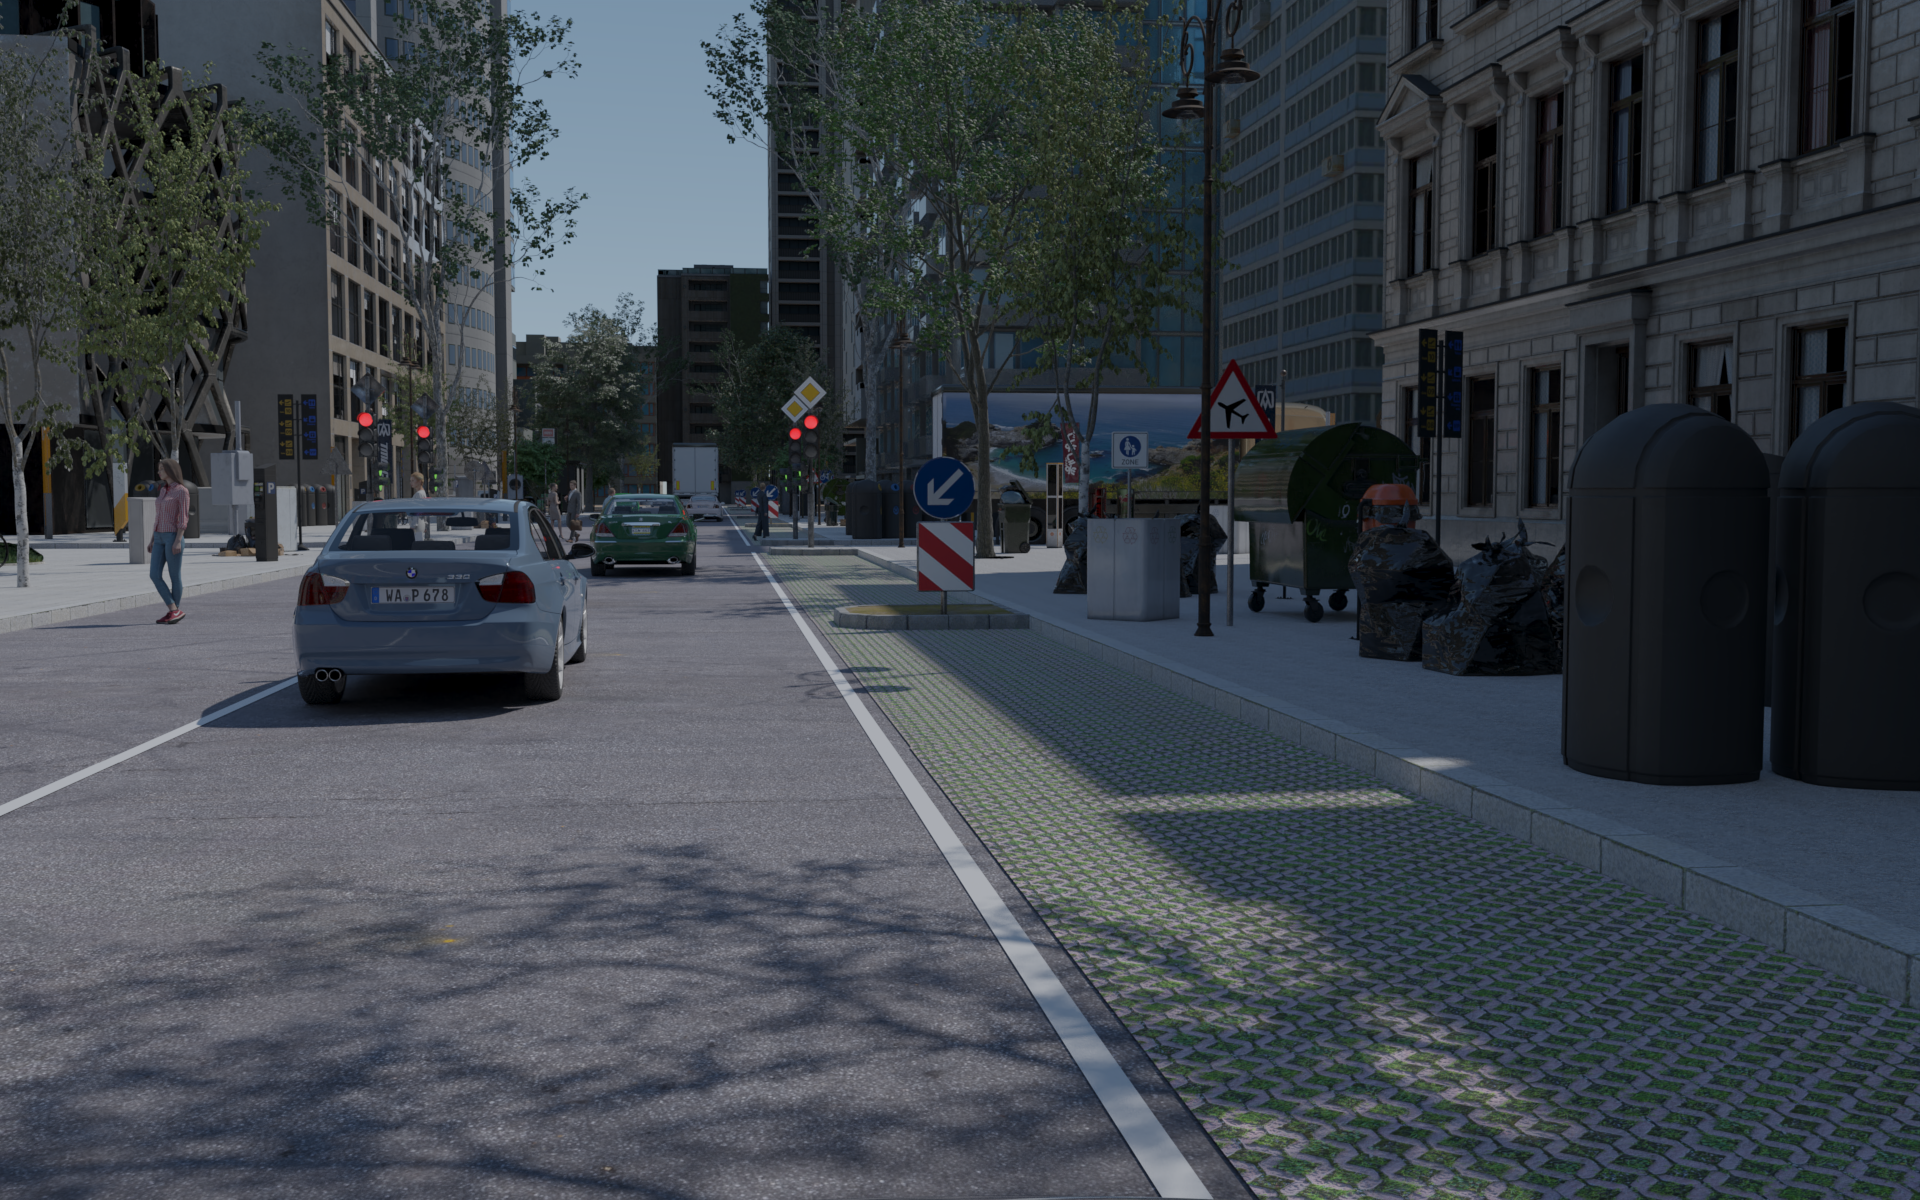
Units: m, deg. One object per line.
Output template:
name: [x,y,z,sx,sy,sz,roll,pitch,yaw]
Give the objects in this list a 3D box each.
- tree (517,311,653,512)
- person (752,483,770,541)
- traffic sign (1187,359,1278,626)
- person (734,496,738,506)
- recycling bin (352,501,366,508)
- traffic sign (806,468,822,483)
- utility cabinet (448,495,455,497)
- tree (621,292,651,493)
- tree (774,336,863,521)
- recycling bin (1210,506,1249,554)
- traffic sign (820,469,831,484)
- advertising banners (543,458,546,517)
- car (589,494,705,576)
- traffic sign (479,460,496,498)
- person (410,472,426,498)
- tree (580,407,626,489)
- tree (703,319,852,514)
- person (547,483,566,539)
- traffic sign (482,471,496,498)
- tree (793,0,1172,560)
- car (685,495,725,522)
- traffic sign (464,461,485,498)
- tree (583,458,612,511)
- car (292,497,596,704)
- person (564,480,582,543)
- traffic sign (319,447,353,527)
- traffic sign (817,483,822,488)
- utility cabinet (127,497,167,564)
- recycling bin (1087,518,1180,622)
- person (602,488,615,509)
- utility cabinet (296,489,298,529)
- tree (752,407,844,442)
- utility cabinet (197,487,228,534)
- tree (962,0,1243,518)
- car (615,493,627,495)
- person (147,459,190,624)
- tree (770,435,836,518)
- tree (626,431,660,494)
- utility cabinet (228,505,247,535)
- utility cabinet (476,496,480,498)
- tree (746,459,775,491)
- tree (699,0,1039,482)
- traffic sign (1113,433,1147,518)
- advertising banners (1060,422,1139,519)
tree: [-26.303,-13.198,122.434,9.857,13.997,8.962,0,3,0]
person: [-6.035,-2.685,52.821,0.576,1.772,0.534,2,4,32]
traffic sign: [2.623,-1.025,16.763,0.884,2.594,0.081,0,4,-3]
person: [-24.744,-11.237,192.737,0.721,1.766,1.217,2,4,29]
recycling bin: [-20.581,-2.907,60.089,0.722,1.027,0.722,3,5,40]
traffic sign: [-7.215,-5.195,84.945,0.884,2.594,0.081,0,4,-4]
utility cabinet: [-33.313,-6.260,113.507,1.020,1.237,0.306,0,4,6]
tree: [-30.285,-18.631,160.501,12.611,20.169,13.585,0,3,0]
tree: [-6.784,-7.961,80.530,4.360,8.622,3.978,0,3,0]
recycling bin: [5.850,-1.518,37.379,0.722,1.027,0.722,3,4,37]
traffic sign: [-6.744,-5.328,87.225,0.768,2.556,0.104,0,4,-6]
advertising banners: [-19.986,-5.333,83.385,0.090,3.025,2.074,-1,4,-10]
car: [-5.763,-1.223,31.796,2.131,1.459,4.920,-1,4,-8]
traffic sign: [-18.294,-4.076,66.650,0.884,2.594,0.081,0,4,-3]
person: [-8.710,-1.168,27.953,0.624,1.780,0.694,0,4,-1]
tree: [-29.722,-11.955,145.829,4.360,8.622,3.978,0,3,0]
tree: [-11.744,-12.040,113.862,9.611,12.733,9.660,0,3,0]
person: [-12.794,-2.815,54.868,0.599,1.781,0.374,3,5,41]
traffic sign: [-20.509,-4.483,75.427,0.606,2.300,0.079,0,4,-5]
tree: [0.338,-6.634,34.226,9.928,11.665,9.643,0,3,0]
car: [-13.306,-4.759,90.173,2.083,1.381,4.827,0,4,-6]
traffic sign: [-18.532,-4.036,66.103,0.768,2.556,0.104,0,4,-6]
tree: [-28.097,-9.105,132.578,4.285,4.588,4.351,0,3,0]
car: [-3.825,-0.073,13.194,2.014,1.417,4.499,-1,4,-9]
person: [-11.344,-2.596,50.905,0.622,1.834,0.822,2,4,26]
traffic sign: [-17.058,-2.896,47.348,0.884,2.594,0.081,0,4,-7]
traffic sign: [-8.680,-6.405,105.901,0.795,2.450,0.064,0,4,-4]
utility cabinet: [-15.041,-1.281,32.111,0.306,1.237,1.020,0,4,-1]
recycling bin: [1.788,-0.322,17.819,0.722,1.027,0.722,3,4,38]
person: [-9.845,-2.359,48.885,0.330,1.601,0.589,-3,5,-40]
utility cabinet: [-24.042,-3.274,62.210,0.318,1.500,1.173,-2,4,-29]
tree: [-12.757,-11.967,130.076,7.601,10.594,8.767,1,4,20]
utility cabinet: [-23.900,-2.853,55.317,1.173,1.500,0.318,-2,4,-26]
tree: [1.879,-4.557,24.866,4.737,8.622,4.395,0,3,0]
car: [-21.116,-6.129,109.003,1.959,1.807,4.718,-1,4,-10]
person: [-8.779,-0.652,19.175,0.555,1.821,0.388,1,4,20]
tree: [-8.403,-6.599,91.614,4.285,4.588,4.351,0,3,0]
tree: [-36.397,-15.124,197.635,4.737,8.622,4.395,0,3,0]
utility cabinet: [-22.299,-2.625,54.074,1.020,1.237,0.306,-2,4,-27]
utility cabinet: [-20.551,-3.809,73.446,0.306,1.237,1.020,-2,4,-25]
tree: [-21.673,-14.463,186.828,4.737,8.622,4.395,0,3,0]
tree: [-1.612,-12.477,59.888,12.611,20.169,13.585,0,3,0]
traffic sign: [2.780,-1.609,28.430,0.606,2.300,0.079,0,4,-8]
advertising banners: [3.356,-2.800,41.966,2.074,3.025,0.090,2,4,29]
